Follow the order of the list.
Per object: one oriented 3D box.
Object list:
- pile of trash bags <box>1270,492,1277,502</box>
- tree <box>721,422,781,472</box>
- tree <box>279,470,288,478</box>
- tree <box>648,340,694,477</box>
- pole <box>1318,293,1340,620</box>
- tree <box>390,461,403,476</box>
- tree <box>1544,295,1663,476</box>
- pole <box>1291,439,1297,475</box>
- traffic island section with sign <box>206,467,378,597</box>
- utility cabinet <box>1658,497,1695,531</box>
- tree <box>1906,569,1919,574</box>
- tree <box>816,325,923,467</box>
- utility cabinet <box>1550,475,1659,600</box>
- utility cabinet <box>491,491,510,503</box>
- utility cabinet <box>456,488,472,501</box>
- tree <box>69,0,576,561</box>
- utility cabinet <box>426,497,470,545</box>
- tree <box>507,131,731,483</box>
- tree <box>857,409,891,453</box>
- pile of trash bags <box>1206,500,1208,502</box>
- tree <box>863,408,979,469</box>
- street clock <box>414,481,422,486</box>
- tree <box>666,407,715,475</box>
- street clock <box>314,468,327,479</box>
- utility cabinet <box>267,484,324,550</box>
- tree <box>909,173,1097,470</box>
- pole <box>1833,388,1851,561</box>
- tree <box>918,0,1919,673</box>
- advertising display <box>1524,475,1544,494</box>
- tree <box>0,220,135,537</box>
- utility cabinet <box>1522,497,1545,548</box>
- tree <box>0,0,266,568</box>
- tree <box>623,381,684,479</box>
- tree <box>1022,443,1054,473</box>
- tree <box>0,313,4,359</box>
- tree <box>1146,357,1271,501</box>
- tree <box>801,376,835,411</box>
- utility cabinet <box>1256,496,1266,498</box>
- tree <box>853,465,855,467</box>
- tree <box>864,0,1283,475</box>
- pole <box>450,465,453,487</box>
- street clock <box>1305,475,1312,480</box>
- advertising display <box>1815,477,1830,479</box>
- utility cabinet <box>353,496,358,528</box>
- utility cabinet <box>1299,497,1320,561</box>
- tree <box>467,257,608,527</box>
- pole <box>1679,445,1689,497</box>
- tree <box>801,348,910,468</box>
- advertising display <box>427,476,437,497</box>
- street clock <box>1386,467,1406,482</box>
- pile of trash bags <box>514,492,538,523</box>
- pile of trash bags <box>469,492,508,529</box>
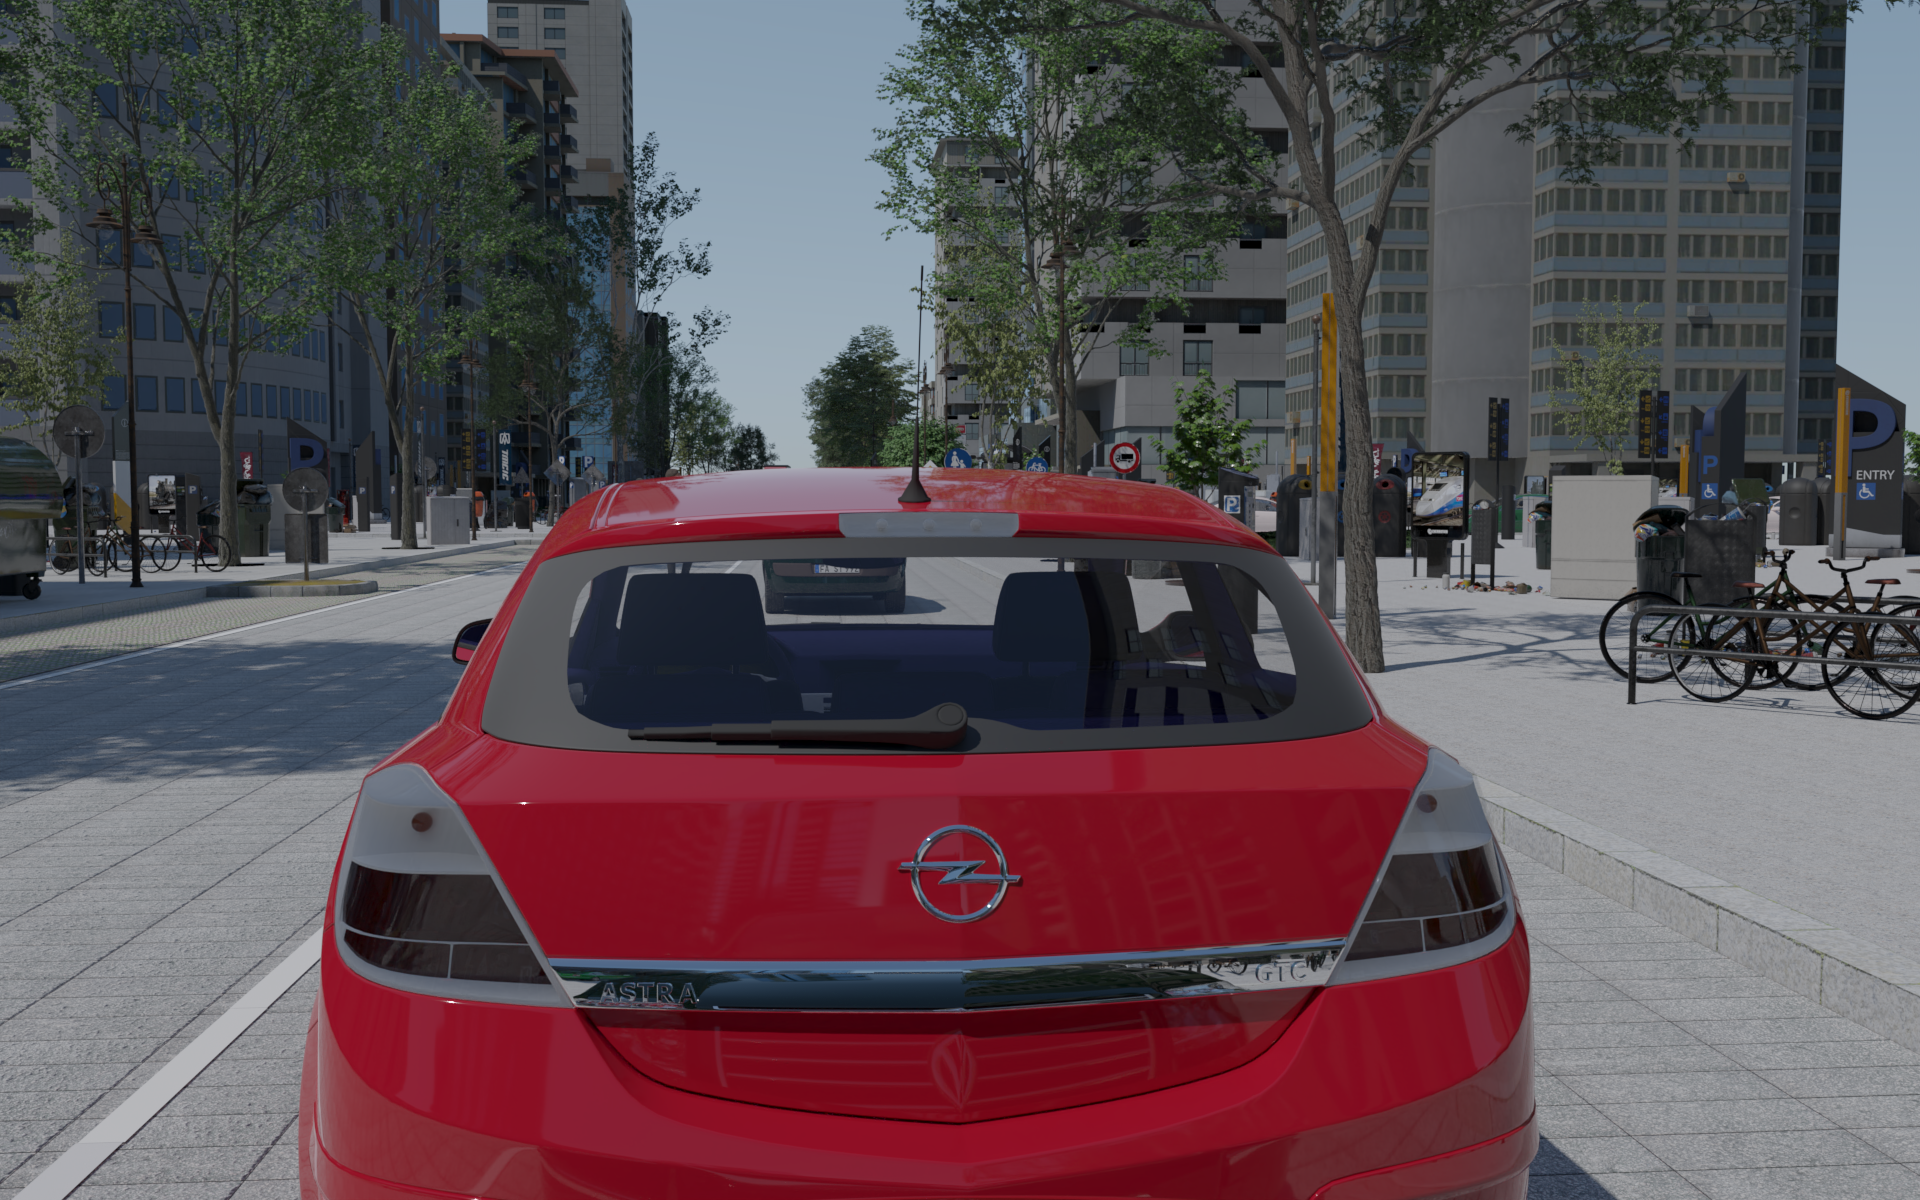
[{"bbox_3d":[12.721,-3.846,72.635,1.912,1.369,3.447,-1,4,-14],"label":"pile of trash bags"},{"bbox_3d":[-33.471,-21.989,276.525,9.611,12.733,9.660,0,3,0],"label":"tree"},{"bbox_3d":[-28.057,-4.878,74.354,1.663,3.219,1.824,0,3,0],"label":"tree"},{"bbox_3d":[-20.053,-11.750,117.872,9.928,11.665,9.643,0,3,0],"label":"tree"},{"bbox_3d":[3.772,-1.458,17.690,0.158,3.312,0.155,0,3,0],"label":"pole"},{"bbox_3d":[-32.296,-6.462,100.255,1.663,3.219,1.824,0,3,0],"label":"tree"},{"bbox_3d":[23.745,-6.912,63.376,4.737,8.622,4.395,0,3,0],"label":"tree"},{"bbox_3d":[12.337,-4.298,64.108,0.158,3.312,0.155,0,3,0],"label":"pole"},{"bbox_3d":[-9.504,-0.994,24.878,1.989,1.847,2.006,0,4,-5],"label":"traffic island section with sign"},{"bbox_3d":[15.148,-1.586,37.086,1.020,1.237,0.306,3,5,41],"label":"utility cabinet"},{"bbox_3d":[16.045,-2.038,27.919,1.663,3.219,1.824,0,3,0],"label":"tree"},{"bbox_3d":[-6.042,-12.133,116.495,7.486,12.596,7.792,0,3,0],"label":"tree"},{"bbox_3d":[7.791,-0.750,20.944,1.173,1.500,0.318,3,4,39],"label":"utility cabinet"},{"bbox_3d":[-29.753,-6.331,112.189,1.173,1.500,0.318,-1,4,-12],"label":"utility cabinet"},{"bbox_3d":[-19.526,-3.604,67.610,1.173,1.500,0.318,-2,4,-31],"label":"utility cabinet"},{"bbox_3d":[-12.930,-6.975,39.794,9.928,11.665,9.643,0,3,0],"label":"tree"},{"bbox_3d":[-12.971,-2.003,43.916,1.020,1.237,0.306,-3,4,-37],"label":"utility cabinet"},{"bbox_3d":[-18.251,-14.457,92.265,12.611,20.169,13.585,0,3,0],"label":"tree"},{"bbox_3d":[-6.899,-11.605,140.106,4.737,8.622,4.395,0,3,0],"label":"tree"},{"bbox_3d":[9.446,-3.222,62.435,1.912,1.369,3.447,0,3,0],"label":"pile of trash bags"},{"bbox_3d":[-1.261,-5.028,65.915,4.285,4.588,4.351,0,3,0],"label":"tree"},{"bbox_3d":[-30.284,-5.630,96.617,0.471,2.002,0.358,-3,5,-41],"label":"street clock"},{"bbox_3d":[-21.809,-11.509,138.532,4.737,8.622,4.395,0,3,0],"label":"tree"},{"bbox_3d":[-18.167,-2.718,49.006,0.471,2.002,0.358,1,4,20],"label":"street clock"},{"bbox_3d":[-15.038,-1.870,39.253,1.173,1.500,0.318,-1,4,-15],"label":"utility cabinet"},{"bbox_3d":[0.956,-5.533,40.819,4.737,8.622,4.395,0,3,0],"label":"tree"},{"bbox_3d":[17.001,-2.419,33.391,0.158,3.312,0.155,0,3,0],"label":"pole"},{"bbox_3d":[3.011,-4.778,12.535,8.767,10.594,7.601,1,4,10],"label":"tree"},{"bbox_3d":[19.916,-3.358,60.116,0.974,1.923,0.123,-2,4,-35],"label":"advertising display"},{"bbox_3d":[-24.588,-5.904,46.888,4.737,8.622,4.395,0,3,0],"label":"tree"},{"bbox_3d":[13.832,-1.871,41.747,0.306,1.237,1.020,0,4,5],"label":"utility cabinet"},{"bbox_3d":[-13.056,-6.392,30.257,9.928,11.665,9.643,0,3,0],"label":"tree"},{"bbox_3d":[-19.733,-9.784,110.324,4.360,8.622,3.978,0,3,0],"label":"tree"},{"bbox_3d":[2.732,-4.380,66.222,1.663,3.219,1.824,0,3,0],"label":"tree"},{"bbox_3d":[-24.829,-5.519,40.595,4.360,8.622,3.978,0,3,0],"label":"tree"},{"bbox_3d":[3.303,-1.818,24.332,1.663,3.219,1.824,0,3,0],"label":"tree"},{"bbox_3d":[-16.064,-24.260,252.538,12.611,20.169,13.585,0,3,0],"label":"tree"},{"bbox_3d":[11.728,-3.485,68.136,0.306,1.237,1.020,-1,4,-9],"label":"utility cabinet"},{"bbox_3d":[-9.121,-13.069,164.043,4.360,8.622,3.978,0,3,0],"label":"tree"},{"bbox_3d":[1.934,-6.520,32.360,9.928,11.665,9.643,0,3,0],"label":"tree"},{"bbox_3d":[-35.463,-7.767,120.833,0.158,3.312,0.155,0,3,0],"label":"pole"},{"bbox_3d":[13.065,-3.687,64.860,0.471,2.002,0.358,-2,4,-34],"label":"street clock"},{"bbox_3d":[33.095,-3.750,66.526,0.123,1.923,0.974,0,4,1],"label":"advertising display"},{"bbox_3d":[-22.503,-3.293,64.999,0.306,1.237,1.020,-2,4,-33],"label":"utility cabinet"},{"bbox_3d":[6.855,-1.386,33.816,0.306,1.237,1.020,0,4,0],"label":"utility cabinet"},{"bbox_3d":[-15.792,-8.158,67.800,7.601,10.594,8.767,0,4,5],"label":"tree"},{"bbox_3d":[29.982,-4.773,71.884,0.158,3.312,0.155,0,3,0],"label":"pole"},{"bbox_3d":[-8.596,-14.788,148.431,9.857,13.997,8.962,0,3,0],"label":"tree"},{"bbox_3d":[-18.693,-3.424,61.195,0.123,1.923,0.974,0,4,3],"label":"advertising display"},{"bbox_3d":[11.667,-2.558,46.386,0.471,2.002,0.358,3,5,39],"label":"street clock"},{"bbox_3d":[-20.133,-4.228,78.885,1.912,1.369,3.447,-3,4,-36],"label":"pile of trash bags"},{"bbox_3d":[-17.862,-3.358,64.651,1.912,1.369,3.447,-1,4,-12],"label":"pile of trash bags"}]
